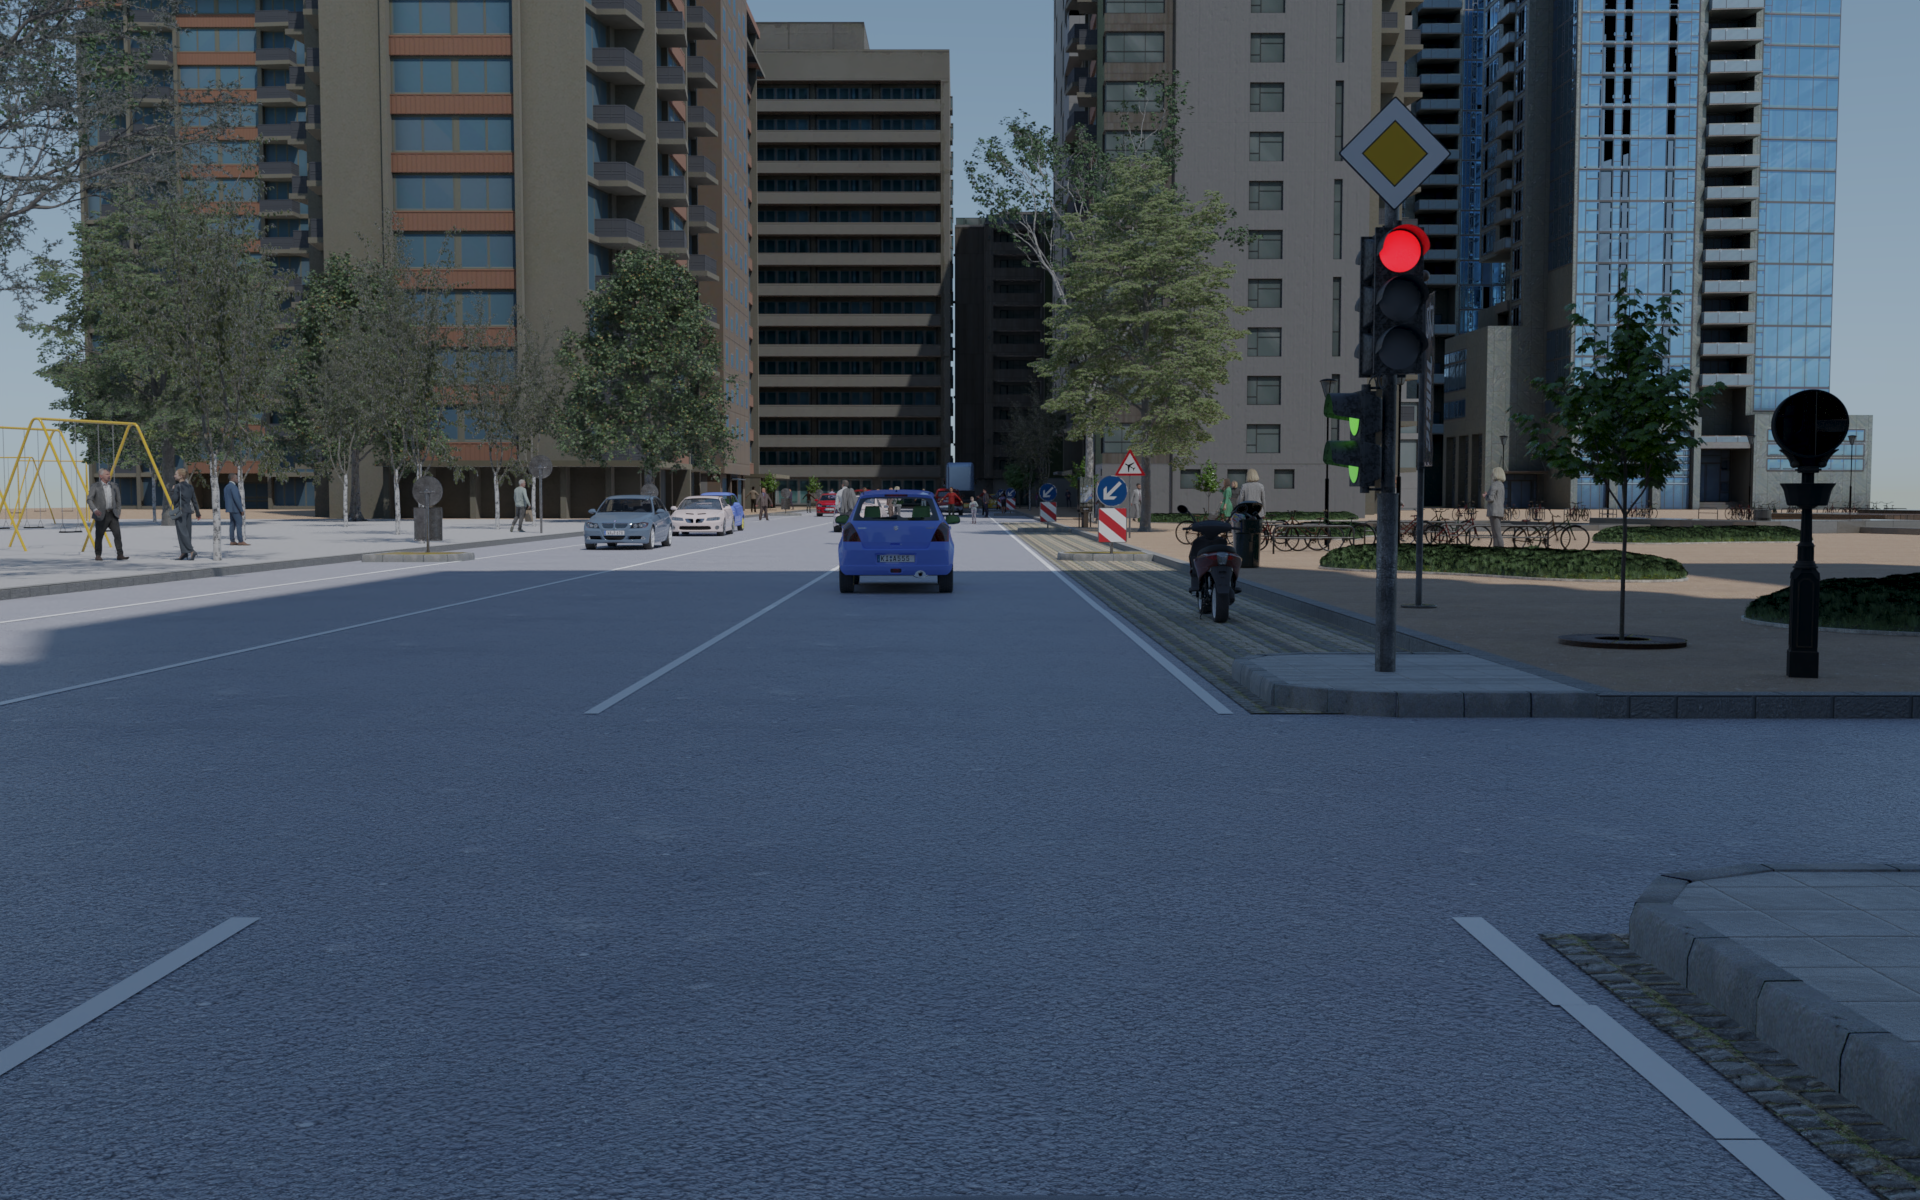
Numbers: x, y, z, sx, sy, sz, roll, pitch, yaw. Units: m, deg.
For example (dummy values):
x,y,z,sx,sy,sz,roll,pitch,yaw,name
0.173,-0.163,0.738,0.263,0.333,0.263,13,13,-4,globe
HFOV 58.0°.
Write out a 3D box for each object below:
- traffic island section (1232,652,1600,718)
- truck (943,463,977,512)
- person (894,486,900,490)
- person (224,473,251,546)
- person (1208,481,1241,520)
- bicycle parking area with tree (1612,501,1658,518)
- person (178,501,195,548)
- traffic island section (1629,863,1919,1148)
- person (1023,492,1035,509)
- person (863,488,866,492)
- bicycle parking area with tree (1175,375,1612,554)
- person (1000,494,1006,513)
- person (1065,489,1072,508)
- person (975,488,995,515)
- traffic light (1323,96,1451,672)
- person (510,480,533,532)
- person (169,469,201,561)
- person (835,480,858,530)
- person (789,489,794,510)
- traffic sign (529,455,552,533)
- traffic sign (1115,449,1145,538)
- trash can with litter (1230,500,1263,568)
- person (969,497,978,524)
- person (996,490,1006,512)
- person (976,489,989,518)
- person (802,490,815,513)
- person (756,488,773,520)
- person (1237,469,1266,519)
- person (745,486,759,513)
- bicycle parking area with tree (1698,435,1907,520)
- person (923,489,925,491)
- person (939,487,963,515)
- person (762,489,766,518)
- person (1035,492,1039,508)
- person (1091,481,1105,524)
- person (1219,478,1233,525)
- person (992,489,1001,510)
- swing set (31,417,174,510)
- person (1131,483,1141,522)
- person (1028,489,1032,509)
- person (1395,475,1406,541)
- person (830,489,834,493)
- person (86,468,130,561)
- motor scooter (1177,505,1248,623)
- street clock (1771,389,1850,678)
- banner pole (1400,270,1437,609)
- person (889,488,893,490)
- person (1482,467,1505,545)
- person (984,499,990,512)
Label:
x,y,z,sx,sy,sz,roll,pitch,yaw,name
3.101,0.596,12.542,2.009,0.180,2.903,0,3,0,traffic island section
0.020,-9.301,141.824,2.967,4.110,18.799,0,3,0,truck
-2.934,-4.485,82.017,0.526,1.800,0.537,-1,4,-16,person
-18.064,-2.258,43.141,0.721,1.800,0.419,3,4,36,person
10.447,-3.782,68.090,1.509,1.804,0.699,3,5,43,person
28.713,-5.892,83.335,9.016,4.147,8.231,-3,4,-36,bicycle parking area with tree
-18.616,-2.013,41.556,0.503,1.515,0.523,-2,4,-24,person
3.092,1.084,4.557,2.009,0.180,2.903,0,3,0,traffic island section
6.064,-8.885,152.034,1.217,1.735,0.721,-2,4,-29,person
-5.473,-5.570,99.698,0.705,1.807,1.348,0,4,5,person
9.556,-3.277,40.585,9.016,4.147,8.231,0,4,8,bicycle parking area with tree
3.061,-6.808,123.036,0.421,1.427,0.697,-1,4,-9,person
10.275,-9.619,163.757,0.683,1.767,0.568,0,4,1,person
1.668,-6.611,116.520,1.348,1.831,0.705,0,4,-6,person
3.061,-1.438,12.428,0.839,4.253,0.868,0,3,0,traffic light
-14.724,-3.160,58.190,0.782,1.767,0.515,2,4,33,person
-14.954,-1.652,33.475,0.534,1.772,0.576,0,4,-6,person
-3.184,-2.469,48.969,0.679,1.850,0.850,0,4,3,person
-13.914,-8.259,141.999,0.530,1.710,0.541,-1,4,-17,person
-13.704,-3.456,56.616,0.768,2.556,0.104,0,4,3,traffic sign
4.930,-3.076,50.292,0.884,2.594,0.081,0,4,2,traffic sign
4.899,-1.159,30.335,0.624,1.170,1.055,-1,4,-10,trash can with litter
0.661,-4.309,83.223,0.425,1.301,0.394,0,4,-5,person
3.448,-7.691,135.076,1.217,1.723,0.721,0,4,7,person
1.395,-5.890,105.338,0.750,1.759,0.617,0,4,-6,person
-11.550,-7.542,132.633,1.217,1.723,0.721,1,4,20,person
-10.594,-5.182,93.784,0.990,1.755,0.434,-1,4,-23,person
5.928,-1.794,35.563,0.709,1.800,0.728,0,4,5,person
-14.344,-6.992,120.371,1.348,1.823,0.705,1,4,17,person
40.791,-5.927,83.916,8.231,4.147,9.016,0,4,7,bicycle parking area with tree
-2.757,-7.502,131.245,1.350,1.814,0.705,0,4,4,person
-0.490,-5.367,96.188,1.348,1.831,0.705,1,4,13,person
-11.818,-5.772,103.406,0.750,1.759,0.617,1,4,18,person
6.982,-9.128,158.505,0.599,1.433,0.991,0,4,-5,person
6.023,-4.210,74.659,0.755,1.850,0.659,0,4,7,person
8.794,-3.100,56.978,0.529,1.795,0.600,0,4,3,person
3.224,-8.362,145.204,1.348,1.826,0.705,1,4,14,person
-18.470,-2.380,36.532,2.862,2.851,3.119,1,4,14,swing set
8.253,-4.534,80.443,0.678,1.792,0.850,-2,4,-33,person
5.892,-8.441,144.765,0.721,1.735,1.217,-1,4,-8,person
11.751,-2.449,46.352,0.573,1.790,0.520,0,4,-7,person
-9.944,-7.745,134.999,0.709,1.838,0.599,0,4,6,person
-16.347,-1.639,33.246,0.834,1.777,0.661,2,4,31,person
2.905,-0.432,19.842,0.815,1.314,1.986,0,4,2,motor scooter
5.913,-0.461,12.100,0.471,2.002,0.358,1,4,20,street clock
5.172,-1.788,19.249,0.401,3.779,0.863,0,4,4,banner pole
-3.834,-5.226,94.490,0.434,1.755,0.990,1,4,19,person
10.258,-1.659,33.358,0.526,1.800,0.537,3,5,42,person
2.069,-7.639,136.584,0.628,1.438,0.799,0,4,-6,person
